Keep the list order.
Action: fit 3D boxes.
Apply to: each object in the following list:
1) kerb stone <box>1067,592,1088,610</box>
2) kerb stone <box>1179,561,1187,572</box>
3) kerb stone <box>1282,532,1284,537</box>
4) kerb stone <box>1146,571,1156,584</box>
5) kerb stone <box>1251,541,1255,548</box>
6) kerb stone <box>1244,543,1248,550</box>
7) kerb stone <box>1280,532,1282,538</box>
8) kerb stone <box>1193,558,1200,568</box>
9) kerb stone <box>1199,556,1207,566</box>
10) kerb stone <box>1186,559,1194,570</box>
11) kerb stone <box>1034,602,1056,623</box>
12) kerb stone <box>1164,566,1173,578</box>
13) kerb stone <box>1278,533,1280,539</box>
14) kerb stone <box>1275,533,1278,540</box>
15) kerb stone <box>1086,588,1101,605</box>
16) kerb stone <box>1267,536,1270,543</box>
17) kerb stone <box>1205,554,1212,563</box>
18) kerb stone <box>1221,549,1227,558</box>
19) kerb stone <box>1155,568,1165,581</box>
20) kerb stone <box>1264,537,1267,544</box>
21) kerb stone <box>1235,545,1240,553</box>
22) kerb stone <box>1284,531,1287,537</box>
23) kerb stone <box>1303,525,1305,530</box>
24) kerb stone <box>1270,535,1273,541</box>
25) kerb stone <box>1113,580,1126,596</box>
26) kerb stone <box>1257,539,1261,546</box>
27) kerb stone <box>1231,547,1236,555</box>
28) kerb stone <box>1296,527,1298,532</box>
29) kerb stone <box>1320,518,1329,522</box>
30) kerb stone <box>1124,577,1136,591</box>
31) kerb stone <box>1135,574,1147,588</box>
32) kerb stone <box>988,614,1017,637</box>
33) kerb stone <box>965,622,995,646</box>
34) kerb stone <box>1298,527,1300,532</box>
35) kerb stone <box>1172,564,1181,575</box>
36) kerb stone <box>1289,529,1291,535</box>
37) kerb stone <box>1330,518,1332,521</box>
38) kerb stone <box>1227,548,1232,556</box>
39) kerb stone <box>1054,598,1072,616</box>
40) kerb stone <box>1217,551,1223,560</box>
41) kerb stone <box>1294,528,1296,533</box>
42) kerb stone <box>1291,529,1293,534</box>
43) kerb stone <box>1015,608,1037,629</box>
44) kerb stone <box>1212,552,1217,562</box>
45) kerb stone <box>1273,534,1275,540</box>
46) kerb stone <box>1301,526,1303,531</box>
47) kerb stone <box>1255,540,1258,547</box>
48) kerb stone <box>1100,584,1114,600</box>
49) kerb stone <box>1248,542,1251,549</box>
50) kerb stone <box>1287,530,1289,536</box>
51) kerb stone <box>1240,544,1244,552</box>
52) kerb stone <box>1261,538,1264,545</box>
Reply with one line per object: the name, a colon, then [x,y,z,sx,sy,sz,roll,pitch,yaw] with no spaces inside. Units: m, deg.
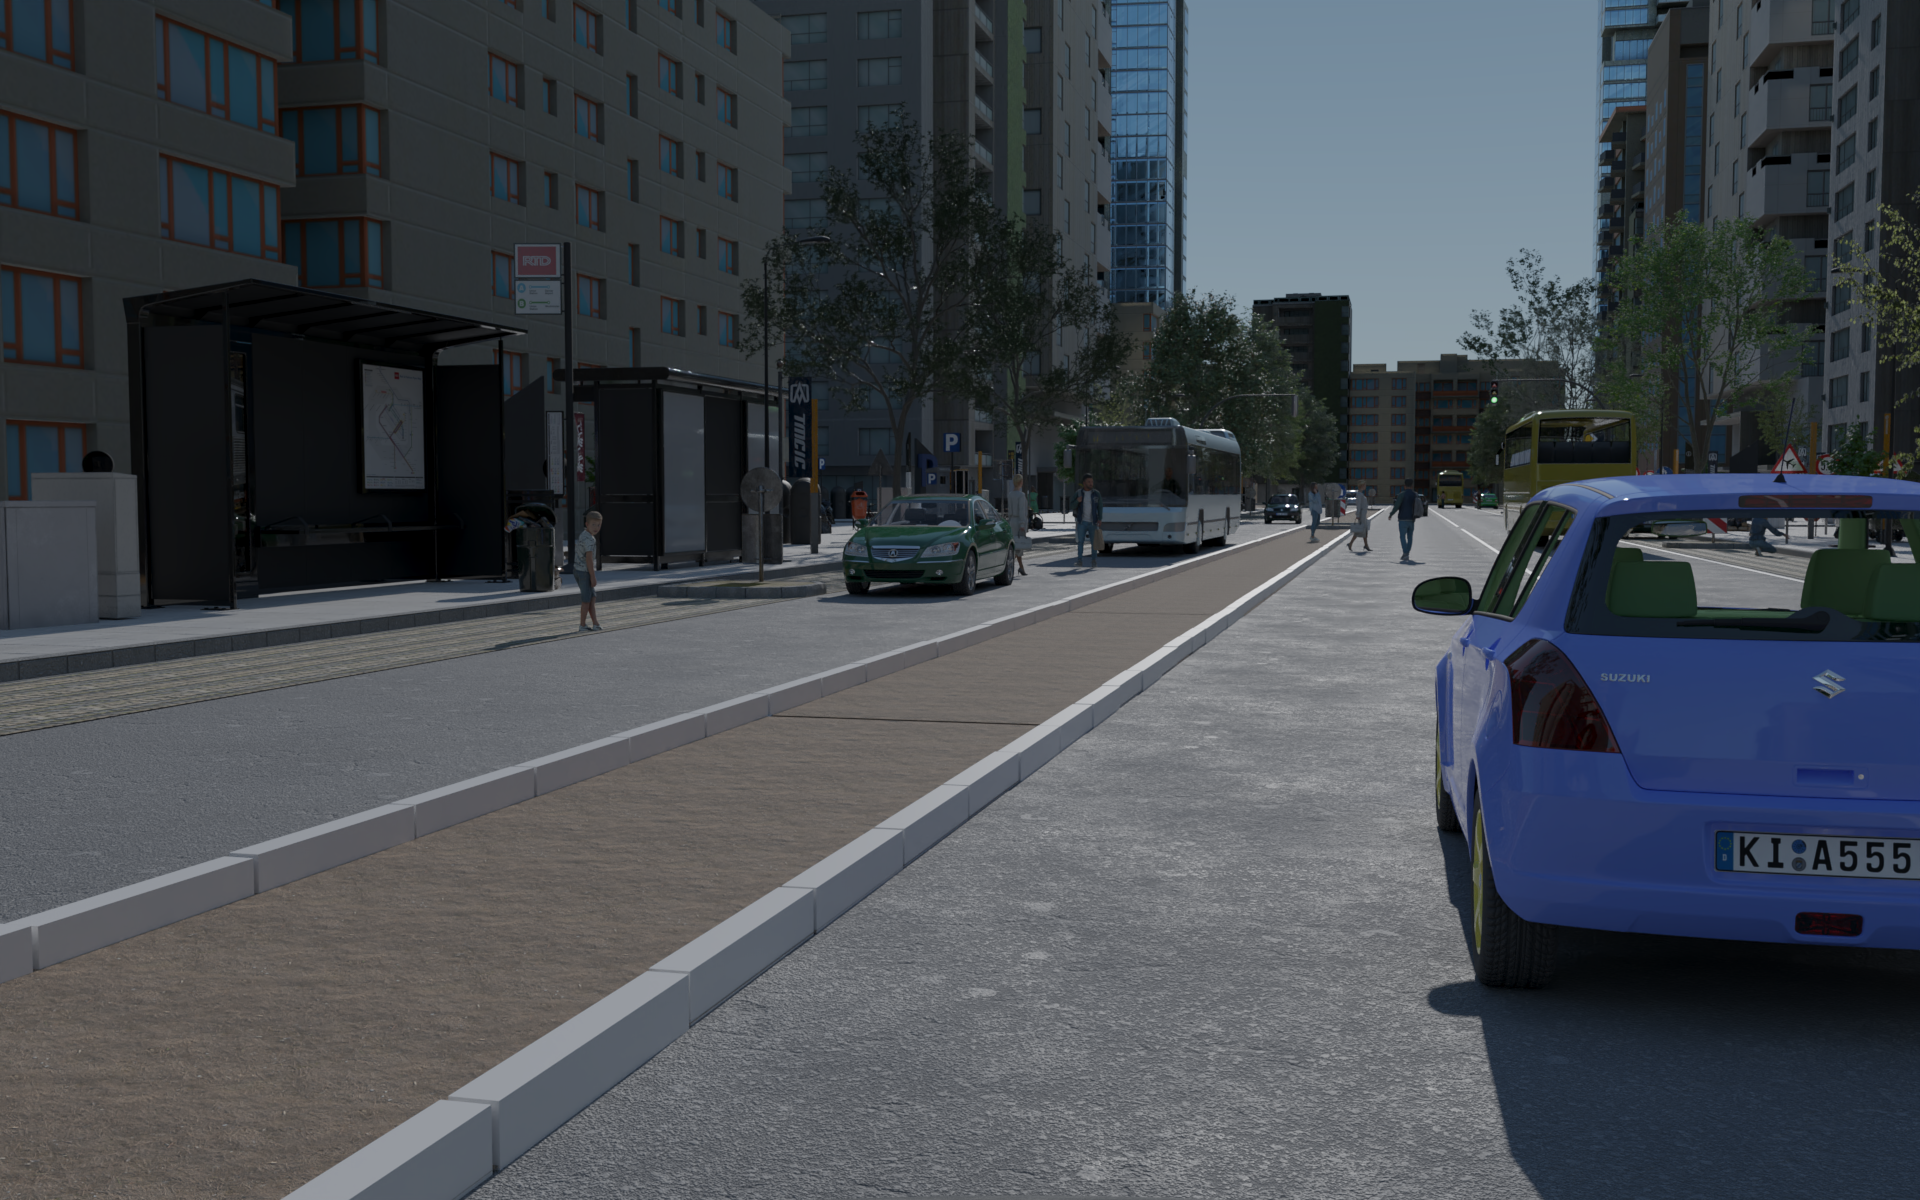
kerb stone: [1.408,0.039,21.550,0.120,0.150,1.000,1,4,14]
kerb stone: [3.963,-0.568,31.486,0.120,0.150,1.000,1,4,14]
kerb stone: [10.361,-2.085,56.277,0.120,0.150,1.000,1,4,14]
kerb stone: [2.941,-0.325,27.510,0.120,0.150,1.000,1,4,14]
kerb stone: [7.552,-1.417,45.370,0.120,0.150,1.000,1,4,14]
kerb stone: [7.040,-1.296,43.390,0.120,0.150,1.000,1,4,14]
kerb stone: [10.109,-2.022,55.287,0.120,0.150,1.000,1,4,14]
kerb stone: [4.473,-0.689,33.466,0.120,0.150,1.000,1,4,14]
kerb stone: [4.739,-0.750,34.463,0.120,0.150,1.000,1,4,14]
kerb stone: [4.224,-0.629,32.474,0.120,0.150,1.000,1,4,14]
kerb stone: [0.898,0.161,19.569,0.120,0.150,1.000,1,4,14]
kerb stone: [3.454,-0.447,29.502,0.120,0.150,1.000,1,4,14]
kerb stone: [9.850,-1.963,54.298,0.120,0.150,1.000,1,4,14]
kerb stone: [9.598,-1.903,53.305,0.120,0.150,1.000,1,4,14]
kerb stone: [1.660,-0.021,22.541,0.120,0.150,1.000,1,4,14]
kerb stone: [8.833,-1.721,50.330,0.120,0.150,1.000,1,4,14]
kerb stone: [4.993,-0.809,35.454,0.120,0.150,1.000,1,4,14]
kerb stone: [5.760,-0.991,38.436,0.120,0.150,1.000,1,4,14]
kerb stone: [3.205,-0.386,28.510,0.120,0.150,1.000,1,4,14]
kerb stone: [8.571,-1.660,49.339,0.120,0.150,1.000,1,4,14]
kerb stone: [6.527,-1.174,41.410,0.120,0.150,1.000,1,4,14]
kerb stone: [10.618,-2.145,57.269,0.120,0.150,1.000,1,4,14]
kerb stone: [13.180,-2.747,67.192,0.120,0.150,1.000,1,4,14]
kerb stone: [9.090,-1.779,51.319,0.120,0.150,1.000,1,4,14]
kerb stone: [2.171,-0.143,24.527,0.120,0.150,1.000,1,4,14]
kerb stone: [8.054,-1.537,47.357,0.120,0.150,1.000,1,4,14]
kerb stone: [6.268,-1.108,40.419,0.120,0.150,1.000,1,4,14]
kerb stone: [12.161,-2.509,63.225,0.120,0.150,1.000,1,4,14]
kerb stone: [18.436,-4.000,87.597,0.120,0.150,1.000,1,4,14]
kerb stone: [2.427,-0.200,25.521,0.120,0.150,1.000,1,4,14]
kerb stone: [2.688,-0.264,26.519,0.120,0.150,1.000,1,4,14]
kerb stone: [0.383,0.282,17.590,0.120,0.150,1.000,1,4,14]
kerb stone: [0.135,0.350,16.597,0.120,0.150,1.000,1,4,14]
kerb stone: [12.414,-2.570,64.216,0.120,0.150,1.000,1,4,14]
kerb stone: [3.716,-0.506,30.490,0.120,0.150,1.000,1,4,14]
kerb stone: [11.133,-2.267,59.254,0.120,0.150,1.000,1,4,14]
kerb stone: [19.220,-4.181,90.566,0.120,0.150,1.000,1,4,14]
kerb stone: [6.017,-1.054,39.426,0.120,0.150,1.000,1,4,14]
kerb stone: [1.146,0.109,20.561,0.120,0.150,1.000,1,4,14]
kerb stone: [5.512,-0.932,37.442,0.120,0.150,1.000,1,4,14]
kerb stone: [11.900,-2.449,62.236,0.120,0.150,1.000,1,4,14]
kerb stone: [11.387,-2.318,60.250,0.120,0.150,1.000,1,4,14]
kerb stone: [0.638,0.224,18.580,0.120,0.150,1.000,1,4,14]
kerb stone: [5.247,-0.872,36.449,0.120,0.150,1.000,1,4,14]
kerb stone: [9.338,-1.842,52.311,0.120,0.150,1.000,1,4,14]
kerb stone: [12.927,-2.688,66.201,0.120,0.150,1.000,1,4,14]
kerb stone: [7.802,-1.478,46.362,0.120,0.150,1.000,1,4,14]
kerb stone: [1.916,-0.082,23.530,0.120,0.150,1.000,1,4,14]
kerb stone: [7.299,-1.357,44.379,0.120,0.150,1.000,1,4,14]
kerb stone: [10.879,-2.206,58.257,0.120,0.150,1.000,1,4,14]
kerb stone: [6.789,-1.236,42.399,0.120,0.150,1.000,1,4,14]
kerb stone: [8.321,-1.587,48.344,0.120,0.150,1.000,1,4,14]
